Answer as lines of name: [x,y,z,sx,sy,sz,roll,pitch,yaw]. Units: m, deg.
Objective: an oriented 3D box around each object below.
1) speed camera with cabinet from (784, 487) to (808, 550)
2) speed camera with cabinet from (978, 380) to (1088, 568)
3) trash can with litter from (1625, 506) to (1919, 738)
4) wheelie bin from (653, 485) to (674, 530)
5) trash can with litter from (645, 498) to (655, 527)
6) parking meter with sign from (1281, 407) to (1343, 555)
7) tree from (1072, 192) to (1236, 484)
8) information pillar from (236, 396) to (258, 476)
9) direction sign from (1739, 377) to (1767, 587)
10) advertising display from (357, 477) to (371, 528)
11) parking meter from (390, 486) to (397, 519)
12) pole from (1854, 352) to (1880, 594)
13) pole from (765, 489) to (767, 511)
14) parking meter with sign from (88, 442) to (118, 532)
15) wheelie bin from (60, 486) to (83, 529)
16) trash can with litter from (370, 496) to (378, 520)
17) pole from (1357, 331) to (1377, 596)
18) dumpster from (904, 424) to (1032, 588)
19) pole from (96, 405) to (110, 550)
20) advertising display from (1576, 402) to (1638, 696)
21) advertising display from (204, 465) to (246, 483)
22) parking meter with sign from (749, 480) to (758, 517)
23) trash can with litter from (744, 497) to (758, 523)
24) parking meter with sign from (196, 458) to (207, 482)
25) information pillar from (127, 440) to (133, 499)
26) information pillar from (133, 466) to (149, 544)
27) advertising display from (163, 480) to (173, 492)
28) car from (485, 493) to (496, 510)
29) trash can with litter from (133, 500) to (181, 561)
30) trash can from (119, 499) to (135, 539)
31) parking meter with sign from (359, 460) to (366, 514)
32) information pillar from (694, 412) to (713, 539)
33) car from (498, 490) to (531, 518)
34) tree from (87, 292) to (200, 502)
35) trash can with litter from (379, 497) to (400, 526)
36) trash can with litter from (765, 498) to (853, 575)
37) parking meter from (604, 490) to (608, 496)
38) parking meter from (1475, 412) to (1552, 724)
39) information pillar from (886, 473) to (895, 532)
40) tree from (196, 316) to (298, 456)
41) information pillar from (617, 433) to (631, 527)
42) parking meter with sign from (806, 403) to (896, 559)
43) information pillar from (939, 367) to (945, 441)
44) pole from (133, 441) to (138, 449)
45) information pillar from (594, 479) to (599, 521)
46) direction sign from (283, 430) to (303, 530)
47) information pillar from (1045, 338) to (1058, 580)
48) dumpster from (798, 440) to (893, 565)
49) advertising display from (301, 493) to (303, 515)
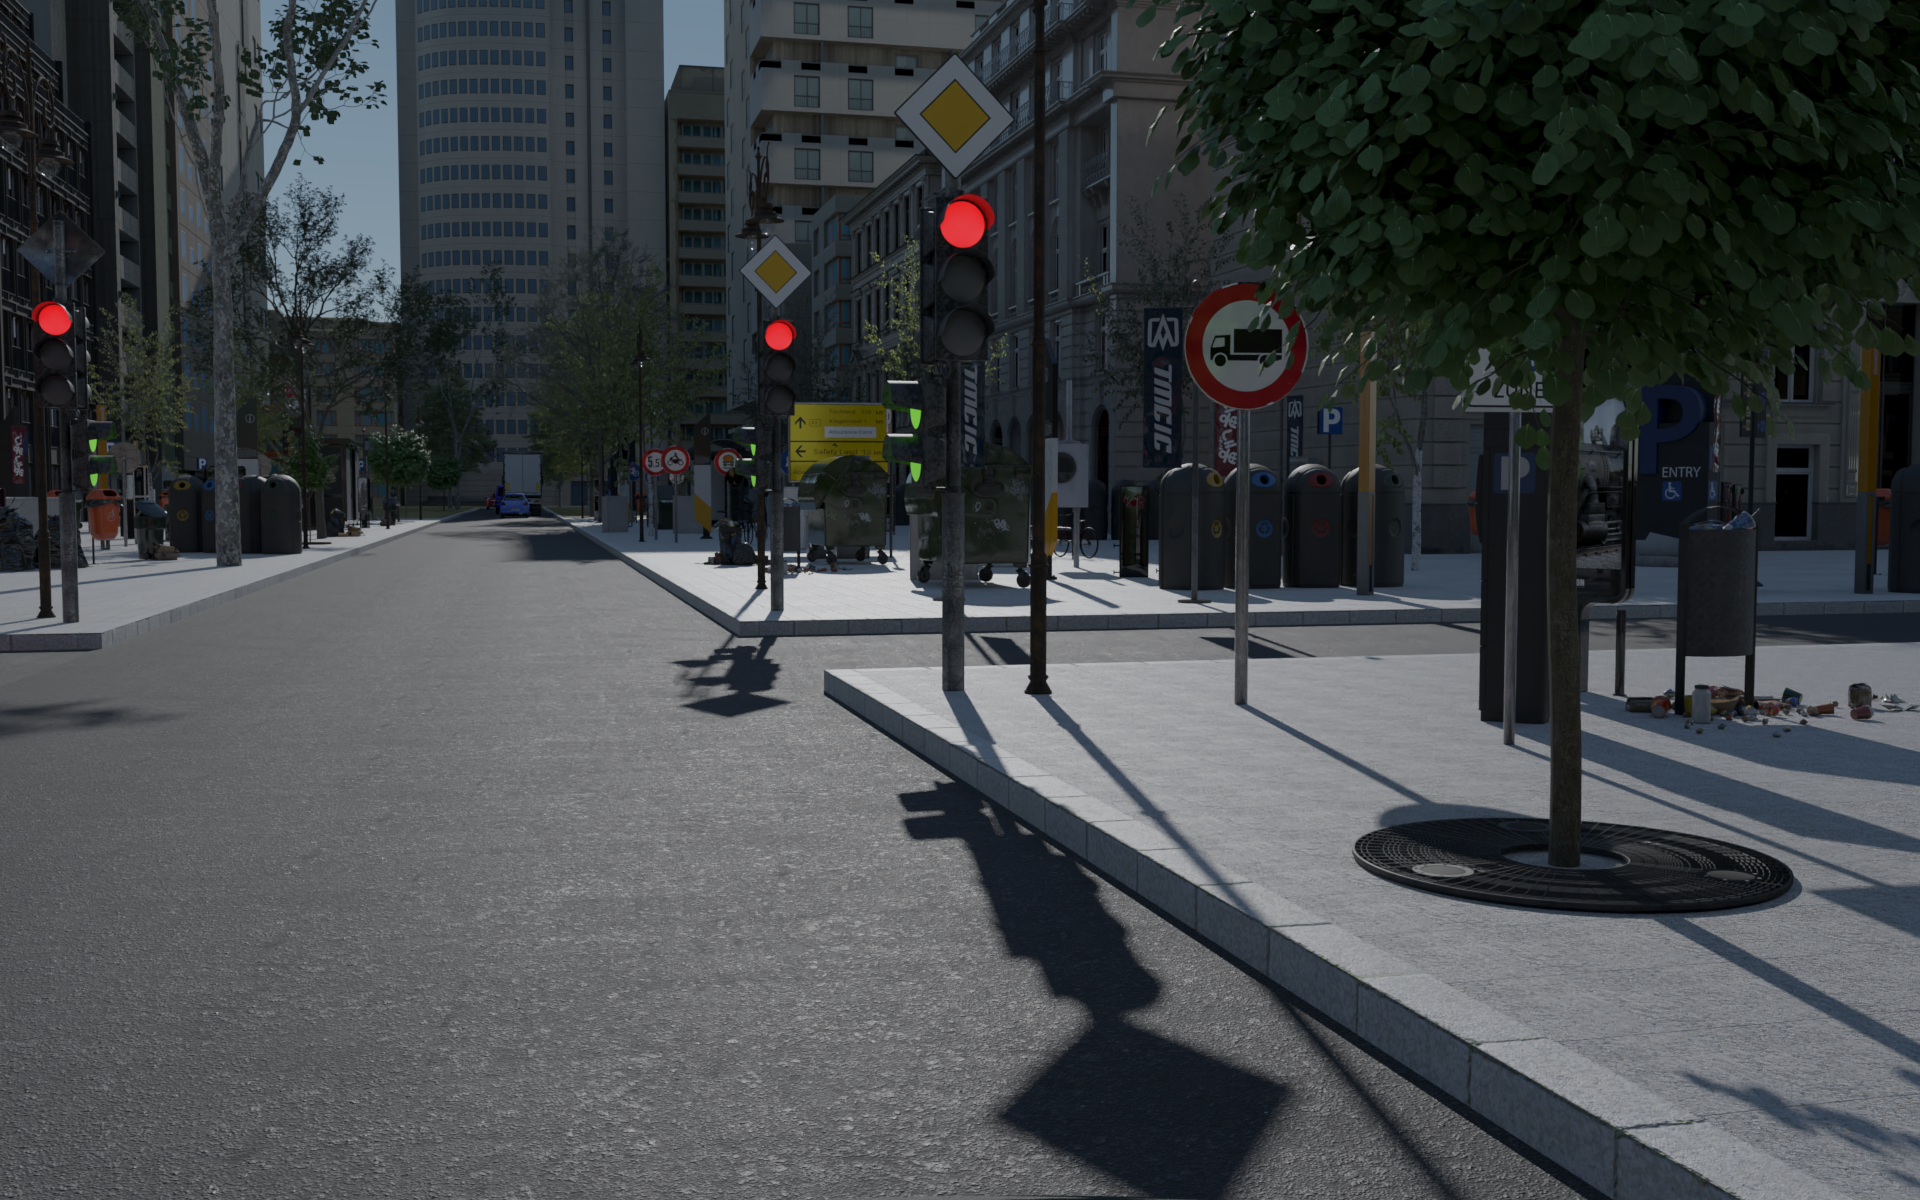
speed camera with cabinet: [-3.463,-2.839,40.747,0.660,3.252,2.038,1,4,20]
speed camera with cabinet: [1.189,-2.199,30.296,2.038,3.252,0.660,1,4,20]
trash can with litter: [4.819,0.057,10.122,2.233,1.210,1.678,-1,4,-18]
wheelie bin: [-10.715,-3.345,62.605,0.980,1.594,0.693,-2,4,-28]
trash can with litter: [-11.803,-3.397,66.928,0.624,1.170,1.055,-1,4,-20]
parking meter with sign: [7.103,-2.397,35.453,0.543,3.016,1.738,-1,4,-21]
tree: [4.950,-5.579,41.581,4.360,8.622,3.978,0,3,0]
information pillar: [-16.862,-3.038,41.025,0.504,3.616,0.183,-1,4,-19]
direction sign: [10.984,-1.959,24.022,0.379,3.537,0.876,3,5,45]
advertising display: [-22.419,-3.667,65.175,0.123,1.923,0.974,-3,5,-39]
parking meter: [-29.185,-5.115,89.348,0.255,1.863,0.399,0,4,7]
pole: [11.635,-1.734,22.199,0.158,3.312,0.155,0,3,0]
pole: [-6.645,-3.978,58.886,0.158,3.312,0.155,0,3,0]
parking meter with sign: [-28.799,-3.781,58.082,1.738,3.016,0.543,3,5,44]
wheelie bin: [-32.735,-3.406,63.604,0.693,1.594,0.980,1,4,13]
trash can with litter: [-29.732,-4.571,85.798,2.233,1.210,1.678,0,4,-5]
pole: [5.135,-1.713,21.851,0.158,3.312,0.155,0,3,0]
dumpster: [0.156,-1.330,24.235,1.502,2.255,1.985,-1,4,-14]
pole: [-19.678,-2.810,39.780,0.158,3.312,0.155,0,3,0]
advertising display: [3.925,-0.372,11.301,0.123,1.923,0.974,-3,5,-40]
advertising display: [-16.679,-2.089,39.361,0.123,1.923,0.974,2,4,35]
parking meter with sign: [-11.011,-5.932,93.250,0.543,3.016,1.738,-3,5,-43]
trash can with litter: [-9.200,-3.992,76.655,1.055,1.170,0.624,2,4,29]
parking meter with sign: [-36.017,-5.346,83.672,1.738,3.016,0.543,2,4,27]
information pillar: [-36.160,-5.148,75.525,0.183,3.616,0.504,0,4,6]
information pillar: [-21.188,-2.467,44.821,0.304,2.012,0.304,-1,4,-11]
advertising display: [-37.061,-4.644,81.140,0.974,1.923,0.123,3,5,44]
car: [-42.748,-9.218,159.748,2.155,1.783,4.494,-1,4,-14]
trash can with litter: [-15.593,-1.368,33.756,1.055,1.170,0.624,2,4,32]
trash can: [-23.808,-2.331,49.773,0.748,1.137,0.748,0,3,0]
parking meter with sign: [-30.882,-5.653,88.694,0.543,3.016,1.738,0,4,-2]
information pillar: [-7.329,-3.550,49.405,0.504,3.616,0.183,0,4,1]
car: [-26.936,-5.824,104.809,1.945,1.707,3.694,-1,4,-14]
tree: [-29.551,-6.886,62.955,4.360,8.622,3.978,0,3,0]
trash can with litter: [-23.087,-3.588,70.050,0.624,1.170,1.055,0,4,-1]
trash can with litter: [-2.487,-1.071,28.565,1.678,1.210,2.233,3,5,40]
parking meter: [-18.361,-5.004,90.224,0.372,1.533,0.369,0,3,0]
parking meter: [3.129,-0.248,9.771,0.399,1.863,0.255,2,4,29]
information pillar: [-2.398,-3.345,59.182,0.304,2.012,0.304,1,4,12]
tree: [-29.713,-7.487,72.770,4.737,8.622,4.395,0,3,0]
information pillar: [-12.942,-4.608,66.692,0.504,3.616,0.183,-3,5,-44]
parking meter with sign: [-2.178,-2.335,34.434,1.738,3.016,0.543,-1,4,-16]
information pillar: [-0.170,-2.472,31.767,0.183,3.616,0.504,-3,4,-38]
pole: [-31.423,-4.419,66.096,0.158,3.312,0.155,0,3,0]
information pillar: [-17.555,-4.856,83.895,0.304,2.012,0.304,0,4,1]
direction sign: [-23.338,-4.218,60.962,0.876,3.537,0.379,-1,4,-14]
information pillar: [1.347,-2.111,25.872,0.183,3.616,0.504,-1,4,-14]
dumpster: [-2.116,-1.808,32.062,1.502,2.255,1.985,-1,4,-14]
advertising display: [-22.324,-3.218,57.826,0.974,1.923,0.123,0,4,6]
